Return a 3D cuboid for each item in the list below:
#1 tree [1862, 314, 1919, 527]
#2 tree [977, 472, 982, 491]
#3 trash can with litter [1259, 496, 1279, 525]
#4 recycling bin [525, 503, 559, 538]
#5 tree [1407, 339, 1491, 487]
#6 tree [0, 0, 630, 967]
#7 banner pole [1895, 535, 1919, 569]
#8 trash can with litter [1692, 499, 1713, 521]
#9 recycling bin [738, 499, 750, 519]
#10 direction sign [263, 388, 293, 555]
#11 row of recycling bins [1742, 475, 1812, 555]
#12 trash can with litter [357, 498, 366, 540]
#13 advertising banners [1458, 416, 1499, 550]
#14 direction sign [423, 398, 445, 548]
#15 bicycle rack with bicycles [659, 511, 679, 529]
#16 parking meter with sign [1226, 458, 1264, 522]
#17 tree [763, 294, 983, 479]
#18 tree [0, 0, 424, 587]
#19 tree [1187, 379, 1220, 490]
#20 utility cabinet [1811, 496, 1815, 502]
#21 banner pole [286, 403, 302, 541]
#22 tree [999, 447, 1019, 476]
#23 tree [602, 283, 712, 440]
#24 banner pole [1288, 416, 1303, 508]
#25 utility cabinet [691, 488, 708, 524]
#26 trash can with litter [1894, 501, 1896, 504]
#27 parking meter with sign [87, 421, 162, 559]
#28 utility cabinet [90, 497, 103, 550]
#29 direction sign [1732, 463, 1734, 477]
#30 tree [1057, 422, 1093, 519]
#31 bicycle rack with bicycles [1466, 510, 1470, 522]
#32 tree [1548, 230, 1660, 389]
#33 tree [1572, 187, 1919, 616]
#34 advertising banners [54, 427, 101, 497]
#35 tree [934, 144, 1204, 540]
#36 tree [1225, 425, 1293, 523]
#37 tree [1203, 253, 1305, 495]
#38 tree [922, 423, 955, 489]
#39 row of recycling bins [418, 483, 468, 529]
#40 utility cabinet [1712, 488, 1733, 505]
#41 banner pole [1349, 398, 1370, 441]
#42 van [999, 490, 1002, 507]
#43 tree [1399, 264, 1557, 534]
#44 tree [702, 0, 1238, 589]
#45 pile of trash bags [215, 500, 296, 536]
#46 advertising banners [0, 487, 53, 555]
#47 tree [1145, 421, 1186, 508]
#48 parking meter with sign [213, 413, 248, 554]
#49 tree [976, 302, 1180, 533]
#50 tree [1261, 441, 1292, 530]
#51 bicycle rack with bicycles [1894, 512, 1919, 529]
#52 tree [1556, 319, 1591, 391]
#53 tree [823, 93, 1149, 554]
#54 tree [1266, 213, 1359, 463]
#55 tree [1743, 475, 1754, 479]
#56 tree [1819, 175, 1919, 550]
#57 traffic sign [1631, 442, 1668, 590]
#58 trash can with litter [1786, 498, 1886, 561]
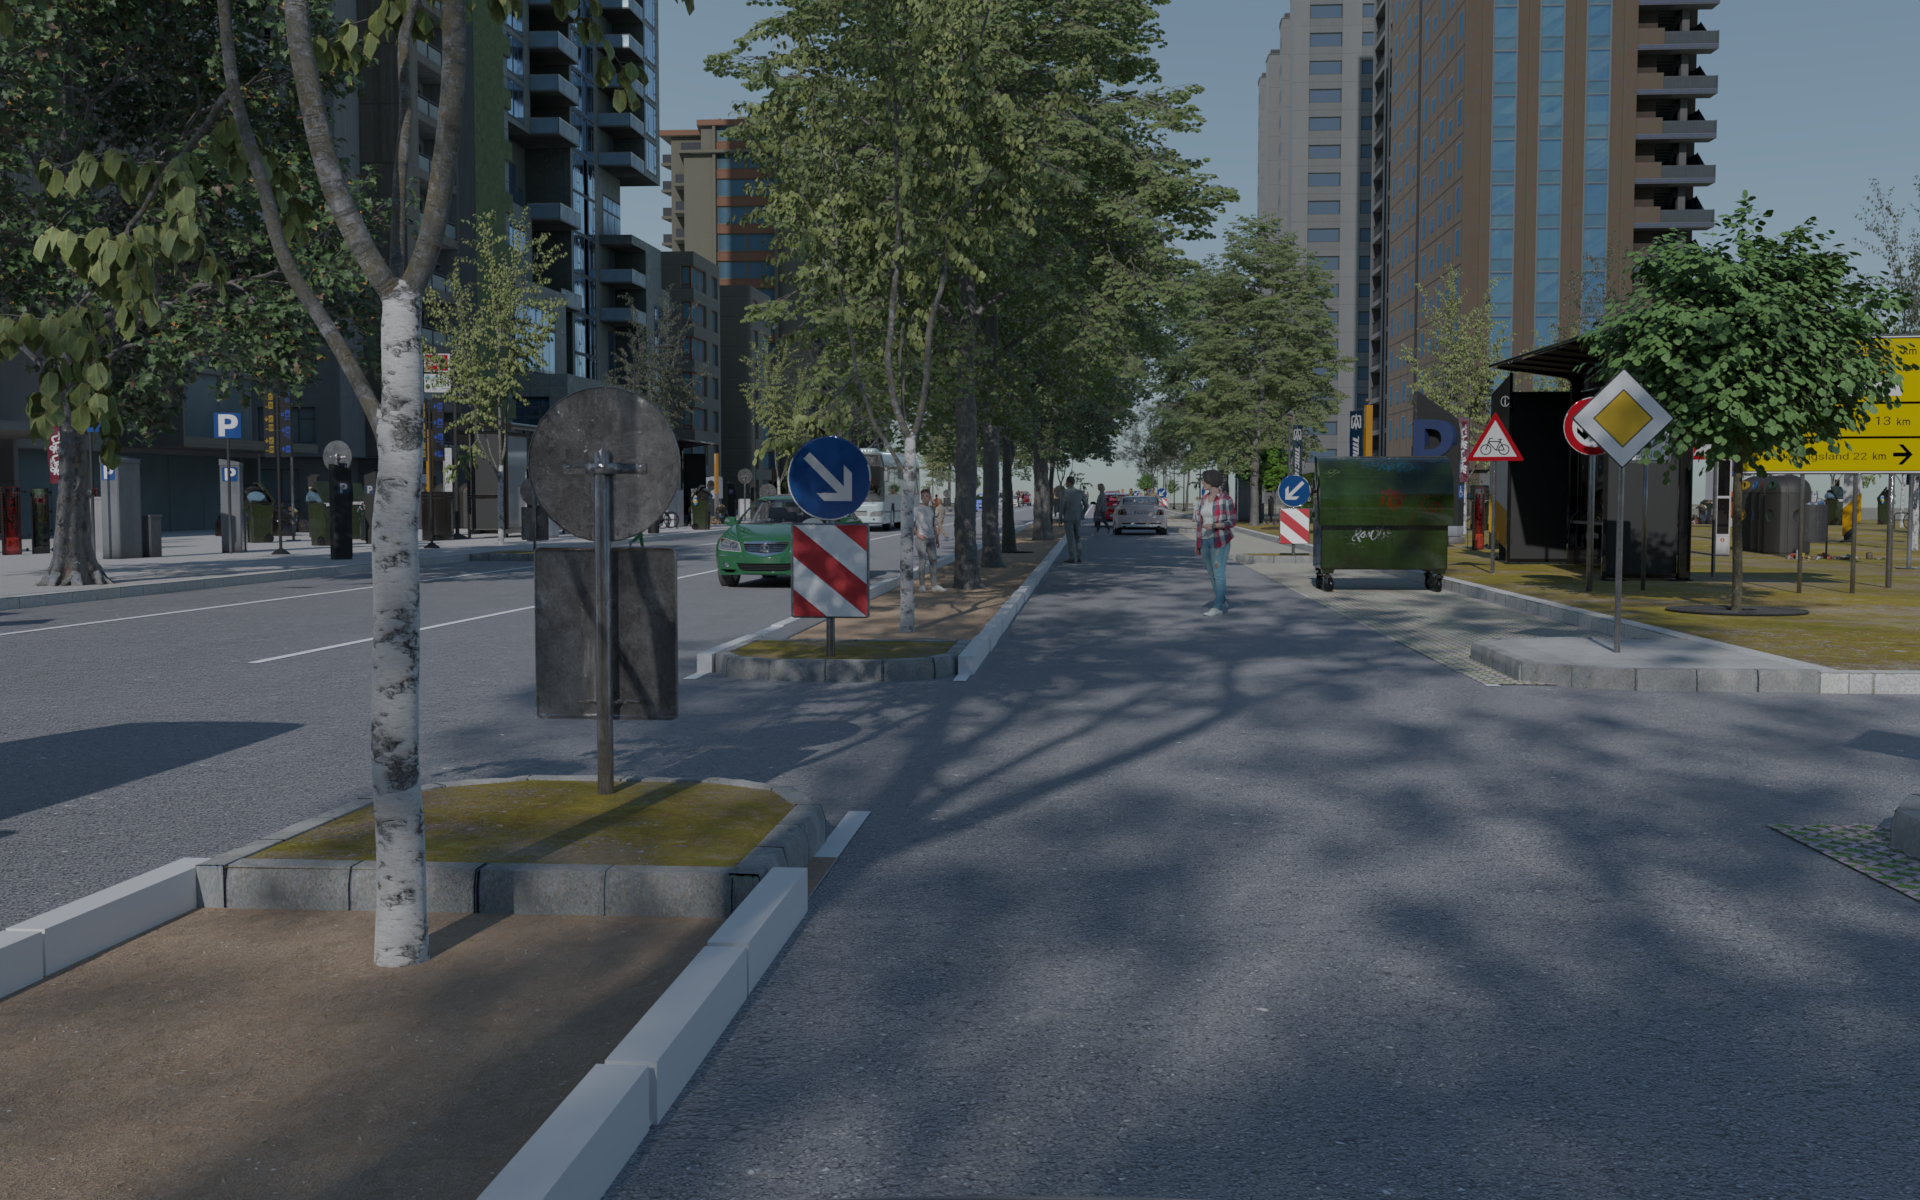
[{"bbox_3d":[36.366,-7.117,66.728,4.737,8.622,4.395,0,3,0],"label":"tree"},{"bbox_3d":[0.962,-13.551,205.273,4.285,4.588,4.351,0,3,0],"label":"tree"},{"bbox_3d":[13.002,-3.801,73.210,1.678,1.210,2.233,1,4,15],"label":"trash can with litter"},{"bbox_3d":[-12.201,-2.326,50.586,0.722,1.027,0.722,1,4,18],"label":"recycling bin"},{"bbox_3d":[22.966,-8.012,81.353,4.360,8.622,3.978,0,3,0],"label":"tree"},{"bbox_3d":[-1.723,-3.207,5.261,4.737,8.622,4.395,0,3,0],"label":"tree"},{"bbox_3d":[16.394,-2.427,29.702,0.401,3.779,0.863,3,5,42],"label":"banner pole"},{"bbox_3d":[35.576,-4.384,83.066,1.055,1.170,0.624,0,4,2],"label":"trash can with litter"},{"bbox_3d":[-10.986,-4.676,89.006,0.722,1.027,0.722,-1,4,-15],"label":"recycling bin"},{"bbox_3d":[-14.448,-2.737,36.742,0.876,3.537,0.379,2,4,31],"label":"direction sign"},{"bbox_3d":[17.884,-1.894,38.078,1.069,1.692,3.534,1,4,12],"label":"row of recycling bins"},{"bbox_3d":[-16.050,-2.224,47.744,1.055,1.170,0.624,-1,4,-20],"label":"trash can with litter"},{"bbox_3d":[11.915,-2.661,39.692,2.074,3.025,0.090,-3,5,-44],"label":"advertising banners"},{"bbox_3d":[-12.520,-2.994,40.956,0.876,3.537,0.379,2,4,26],"label":"direction sign"},{"bbox_3d":[-11.743,-3.123,64.441,2.925,0.926,2.852,-1,4,-18],"label":"bicycle rack with bicycles"},{"bbox_3d":[13.242,-5.147,80.407,1.738,3.016,0.543,0,4,3],"label":"parking meter with sign"},{"bbox_3d":[-6.812,-11.732,102.193,12.009,13.543,11.850,0,3,0],"label":"tree"},{"bbox_3d":[-12.472,-6.561,24.287,9.611,12.733,9.660,0,3,0],"label":"tree"},{"bbox_3d":[14.979,-9.234,101.345,4.737,8.622,4.395,0,3,0],"label":"tree"},{"bbox_3d":[28.700,-2.927,59.017,0.306,1.237,1.020,0,4,-6],"label":"utility cabinet"},{"bbox_3d":[-18.227,-3.500,47.248,0.401,3.779,0.863,-1,4,-19],"label":"banner pole"},{"bbox_3d":[3.835,-20.307,242.394,12.009,13.543,11.850,0,3,0],"label":"tree"},{"bbox_3d":[-10.827,-6.778,61.175,4.360,8.622,3.978,0,3,0],"label":"tree"},{"bbox_3d":[10.657,-3.992,55.289,0.401,3.779,0.863,-2,4,-29],"label":"banner pole"},{"bbox_3d":[-11.285,-4.066,75.158,0.318,1.500,1.173,1,4,11],"label":"utility cabinet"},{"bbox_3d":[45.523,-4.496,84.903,0.624,1.170,1.055,2,4,30],"label":"trash can with litter"},{"bbox_3d":[-16.630,-2.331,34.375,0.543,3.016,1.738,1,4,14],"label":"parking meter with sign"},{"bbox_3d":[-19.656,-1.781,40.273,1.020,1.237,0.306,-3,4,-39],"label":"utility cabinet"},{"bbox_3d":[34.309,-5.247,77.783,0.876,3.537,0.379,1,4,17],"label":"direction sign"},{"bbox_3d":[5.157,-8.250,87.709,4.360,8.622,3.978,0,3,0],"label":"tree"},{"bbox_3d":[21.350,-3.935,77.727,2.925,0.926,2.852,1,4,20],"label":"bicycle rack with bicycles"},{"bbox_3d":[18.816,-6.047,49.231,4.360,8.622,3.978,0,3,0],"label":"tree"},{"bbox_3d":[8.456,-2.146,18.801,4.285,4.588,4.351,0,3,0],"label":"tree"},{"bbox_3d":[-22.166,-2.928,44.066,2.074,3.025,0.090,-1,4,-11],"label":"advertising banners"},{"bbox_3d":[2.568,-8.808,53.130,9.857,13.997,8.962,0,3,0],"label":"tree"},{"bbox_3d":[13.473,-5.717,77.183,4.285,4.588,4.351,0,3,0],"label":"tree"},{"bbox_3d":[14.005,-11.283,91.137,9.857,13.997,8.962,0,3,0],"label":"tree"},{"bbox_3d":[-2.076,-13.223,166.558,4.360,8.622,3.978,0,3,0],"label":"tree"},{"bbox_3d":[-18.569,-3.472,63.876,3.534,1.692,1.069,-3,4,-37],"label":"row of recycling bins"},{"bbox_3d":[29.958,-3.594,67.442,1.173,1.500,0.318,0,4,3],"label":"utility cabinet"},{"bbox_3d":[10.535,-3.401,45.626,0.401,3.779,0.863,-2,4,-31],"label":"banner pole"},{"bbox_3d":[3.411,-9.281,158.753,2.013,2.044,4.112,0,4,6],"label":"van"},{"bbox_3d":[16.032,-6.393,54.888,4.737,8.622,4.395,0,3,0],"label":"tree"},{"bbox_3d":[0.175,-6.407,25.340,7.486,12.596,7.792,0,3,0],"label":"tree"},{"bbox_3d":[-21.015,-2.664,53.301,3.447,1.369,1.912,-2,4,-35],"label":"pile of trash bags"},{"bbox_3d":[-19.951,-2.460,36.413,0.090,3.025,2.074,1,4,18],"label":"advertising banners"},{"bbox_3d":[19.210,-12.840,160.303,4.360,8.622,3.978,0,3,0],"label":"tree"},{"bbox_3d":[-15.933,-2.550,37.950,0.543,3.016,1.738,-1,4,-18],"label":"parking meter with sign"},{"bbox_3d":[3.164,-7.655,62.026,8.767,10.594,7.601,0,4,5],"label":"tree"},{"bbox_3d":[11.387,-4.168,62.741,1.663,3.219,1.824,0,3,0],"label":"tree"},{"bbox_3d":[35.139,-2.978,62.072,2.925,0.926,2.852,-1,4,-16],"label":"bicycle rack with bicycles"},{"bbox_3d":[25.450,-7.445,72.085,4.737,8.622,4.395,0,3,0],"label":"tree"},{"bbox_3d":[1.087,-6.942,41.710,9.928,11.665,9.643,0,3,0],"label":"tree"},{"bbox_3d":[12.356,-9.296,70.114,7.486,12.596,7.792,0,3,0],"label":"tree"},{"bbox_3d":[38.662,-8.224,84.829,4.360,8.622,3.978,0,3,0],"label":"tree"},{"bbox_3d":[21.601,-5.441,39.330,4.360,8.622,3.978,0,3,0],"label":"tree"},{"bbox_3d":[9.110,-1.279,23.037,0.606,2.300,0.079,1,4,9],"label":"traffic sign"},{"bbox_3d":[17.199,-1.402,33.979,2.233,1.210,1.678,0,4,6],"label":"trash can with litter"}]
